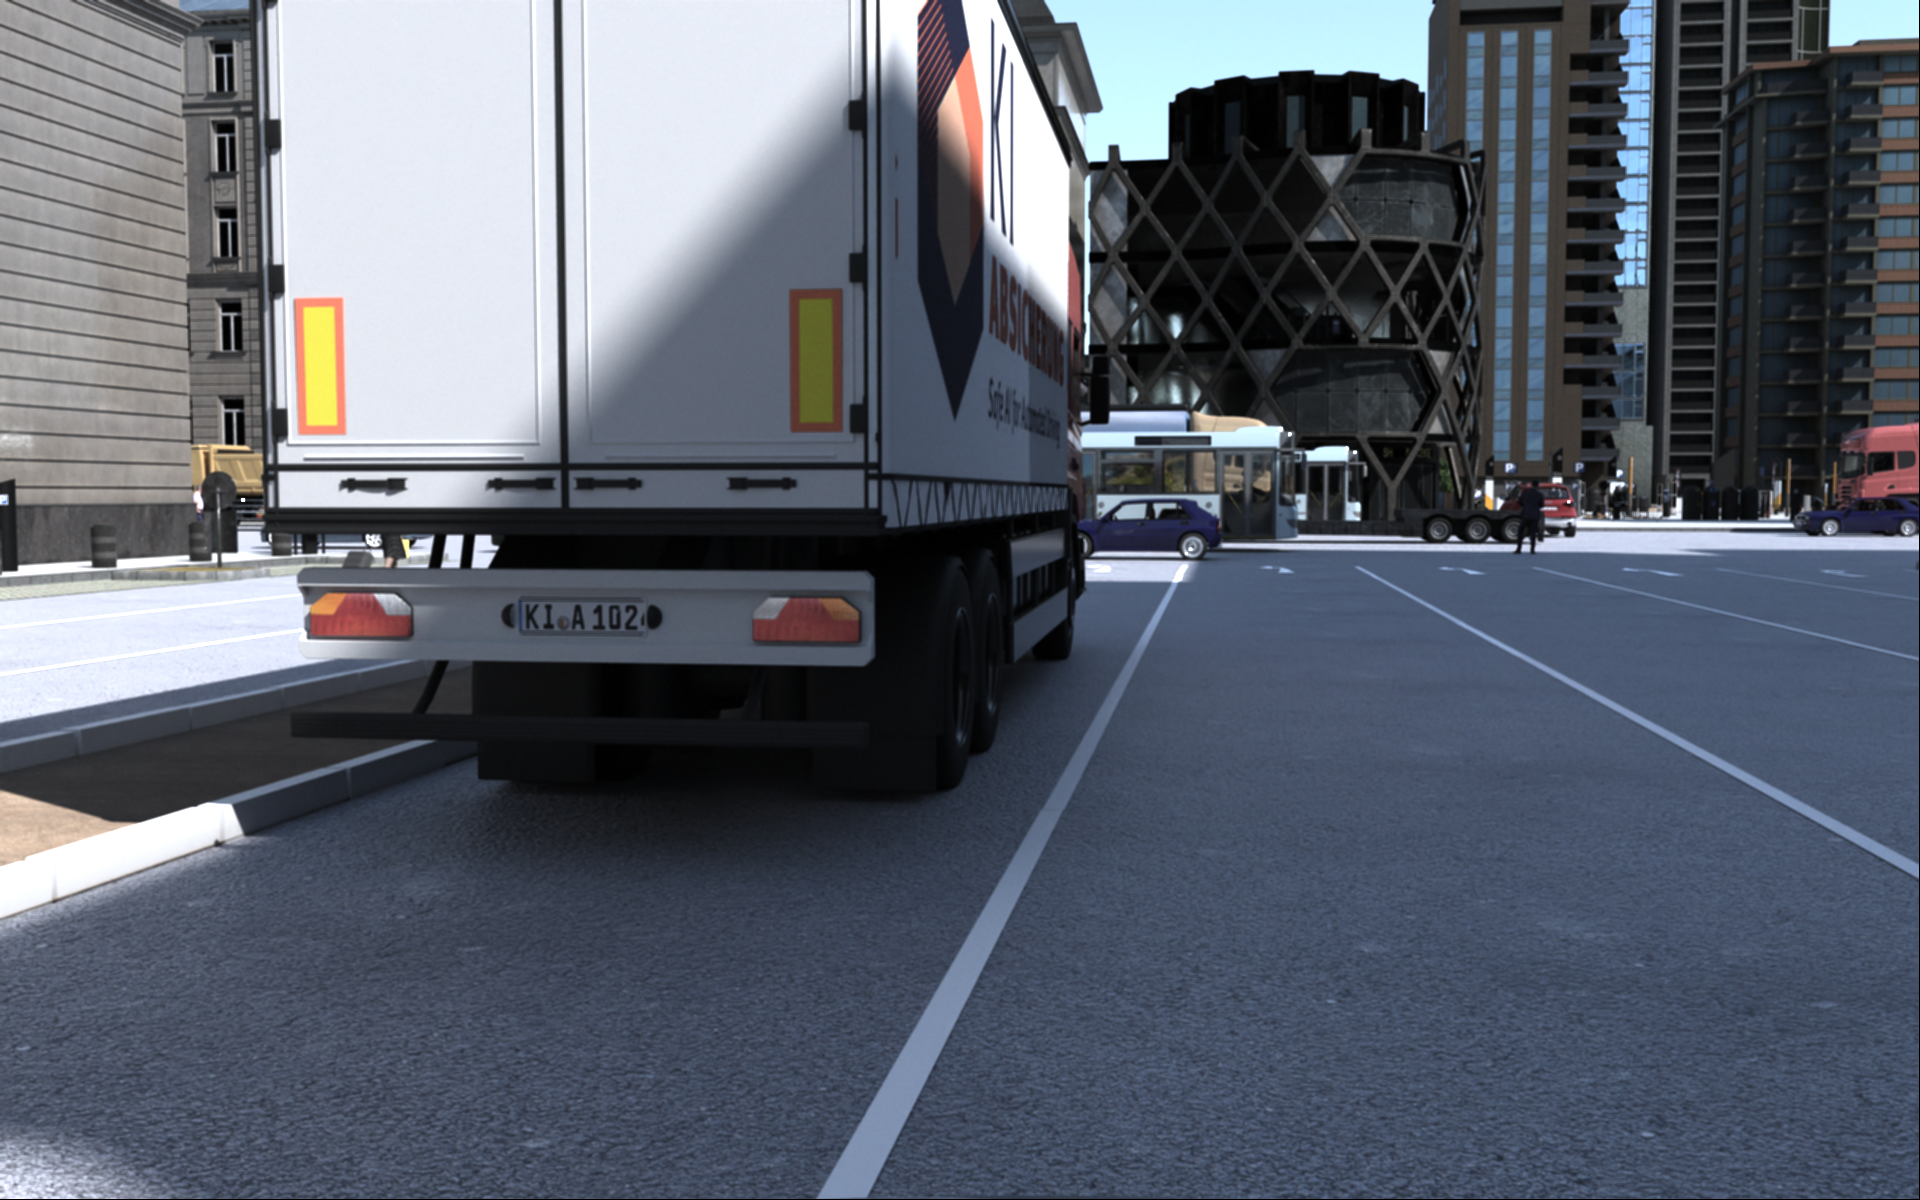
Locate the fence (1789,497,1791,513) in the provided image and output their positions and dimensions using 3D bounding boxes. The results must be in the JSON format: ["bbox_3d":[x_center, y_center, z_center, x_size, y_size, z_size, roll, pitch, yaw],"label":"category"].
[{"bbox_3d":[55.766,-6.423,116.214,0.480,1.192,2.264,1,4,17],"label":"fence"}]

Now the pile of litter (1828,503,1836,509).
[{"bbox_3d":[61.260,-6.471,119.769,1.719,0.858,1.176,3,4,37],"label":"pile of litter"}]

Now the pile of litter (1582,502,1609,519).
[{"bbox_3d":[33.150,-4.661,90.180,1.176,0.858,1.719,0,4,-6],"label":"pile of litter"}]

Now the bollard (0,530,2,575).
[{"bbox_3d":[-15.329,-0.769,27.286,0.404,0.777,0.398,0,3,0],"label":"bollard"}]

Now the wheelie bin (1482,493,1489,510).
[{"bbox_3d":[35.725,-6.683,117.180,0.693,1.594,0.980,0,4,7],"label":"wheelie bin"}]

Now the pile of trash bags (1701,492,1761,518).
[{"bbox_3d":[41.874,-5.169,94.266,3.447,1.369,1.912,2,4,33],"label":"pile of trash bags"}]

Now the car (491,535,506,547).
[{"bbox_3d":[-9.436,-2.019,42.801,4.222,1.686,2.009,0,4,7],"label":"car"}]

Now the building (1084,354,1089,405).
[{"bbox_3d":[13.808,-24.492,245.488,28.899,21.520,27.650,1,4,9],"label":"building"}]

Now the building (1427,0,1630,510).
[{"bbox_3d":[47.301,-30.375,146.749,14.600,45.320,14.200,1,4,9],"label":"building"}]

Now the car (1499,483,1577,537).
[{"bbox_3d":[19.755,-3.099,59.335,2.281,1.827,5.304,1,4,10],"label":"car"}]

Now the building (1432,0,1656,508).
[{"bbox_3d":[54.418,-52.289,167.598,22.319,86.520,31.000,1,4,9],"label":"building"}]

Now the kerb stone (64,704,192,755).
[{"bbox_3d":[-4.771,0.750,9.937,0.120,0.150,1.000,1,4,9],"label":"kerb stone"}]

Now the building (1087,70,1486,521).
[{"bbox_3d":[14.657,-12.880,78.034,16.811,18.784,16.820,1,4,9],"label":"building"}]

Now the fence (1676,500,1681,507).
[{"bbox_3d":[47.466,-6.255,113.480,2.264,1.192,0.480,1,4,15],"label":"fence"}]

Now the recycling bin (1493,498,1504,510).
[{"bbox_3d":[39.100,-6.918,125.663,0.722,1.027,0.722,-1,4,-12],"label":"recycling bin"}]

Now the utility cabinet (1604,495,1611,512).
[{"bbox_3d":[45.482,-6.735,121.285,0.306,1.237,1.020,-1,4,-16],"label":"utility cabinet"}]

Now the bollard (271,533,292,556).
[{"bbox_3d":[-14.038,-1.291,35.822,0.404,0.777,0.398,0,3,0],"label":"bollard"}]

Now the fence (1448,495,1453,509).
[{"bbox_3d":[35.517,-6.928,124.470,0.480,1.192,2.264,0,4,-7],"label":"fence"}]

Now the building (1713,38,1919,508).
[{"bbox_3d":[90.513,-31.493,169.532,28.867,44.769,22.147,1,4,9],"label":"building"}]

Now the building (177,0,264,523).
[{"bbox_3d":[-36.984,-17.517,83.661,25.104,27.353,12.463,1,4,9],"label":"building"}]

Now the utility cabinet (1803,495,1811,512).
[{"bbox_3d":[53.383,-5.992,109.131,0.306,1.237,1.020,1,4,19],"label":"utility cabinet"}]

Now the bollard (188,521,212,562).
[{"bbox_3d":[-14.462,-1.117,32.972,0.404,0.777,0.398,0,3,0],"label":"bollard"}]

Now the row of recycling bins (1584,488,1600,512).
[{"bbox_3d":[45.655,-7.215,125.079,1.069,1.692,3.534,1,4,14],"label":"row of recycling bins"}]

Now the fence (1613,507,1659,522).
[{"bbox_3d":[31.427,-3.990,80.612,2.069,0.683,0.278,3,4,36],"label":"fence"}]

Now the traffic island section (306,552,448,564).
[{"bbox_3d":[-12.161,-0.877,36.622,2.009,0.180,2.903,1,4,9],"label":"traffic island section"}]

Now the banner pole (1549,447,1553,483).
[{"bbox_3d":[31.659,-6.295,92.942,0.401,3.779,0.863,1,4,10],"label":"banner pole"}]

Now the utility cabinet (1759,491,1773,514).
[{"bbox_3d":[50.333,-6.094,108.308,0.318,1.500,1.173,-1,4,-10],"label":"utility cabinet"}]

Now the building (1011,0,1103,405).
[{"bbox_3d":[-8.844,-15.222,82.158,30.059,22.955,16.112,1,4,9],"label":"building"}]

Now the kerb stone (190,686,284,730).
[{"bbox_3d":[-4.618,0.692,10.960,0.120,0.150,1.000,1,4,9],"label":"kerb stone"}]

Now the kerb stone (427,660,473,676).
[{"bbox_3d":[-4.149,0.504,14.024,0.120,0.150,1.000,1,4,9],"label":"kerb stone"}]

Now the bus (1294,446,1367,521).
[{"bbox_3d":[8.584,-4.160,62.873,13.247,3.499,2.948,0,4,8],"label":"bus"}]

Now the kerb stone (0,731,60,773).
[{"bbox_3d":[-4.937,0.820,8.918,0.120,0.150,1.000,1,4,9],"label":"kerb stone"}]

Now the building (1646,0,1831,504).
[{"bbox_3d":[101.356,-48.196,226.257,20.611,71.187,20.563,1,4,9],"label":"building"}]

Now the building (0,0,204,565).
[{"bbox_3d":[-28.901,-14.355,31.963,25.104,27.353,12.463,1,4,9],"label":"building"}]

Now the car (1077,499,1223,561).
[{"bbox_3d":[3.848,-1.569,38.240,3.894,1.354,1.945,1,4,9],"label":"car"}]

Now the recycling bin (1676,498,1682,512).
[{"bbox_3d":[50.024,-6.636,121.060,0.722,1.027,0.722,-2,4,-25],"label":"recycling bin"}]

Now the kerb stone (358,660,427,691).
[{"bbox_3d":[-4.310,0.566,13.008,0.120,0.150,1.000,1,4,9],"label":"kerb stone"}]

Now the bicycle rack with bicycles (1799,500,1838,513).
[{"bbox_3d":[55.059,-6.028,111.946,2.852,0.926,2.925,2,4,24],"label":"bicycle rack with bicycles"}]

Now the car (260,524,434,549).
[{"bbox_3d":[-16.245,-2.072,45.874,4.499,1.417,2.014,1,4,10],"label":"car"}]

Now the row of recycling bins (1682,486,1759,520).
[{"bbox_3d":[37.527,-4.796,85.524,3.534,1.692,1.069,0,4,7],"label":"row of recycling bins"}]

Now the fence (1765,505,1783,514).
[{"bbox_3d":[45.275,-4.946,96.249,0.278,0.683,2.069,-1,4,-10],"label":"fence"}]

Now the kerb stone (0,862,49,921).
[{"bbox_3d":[-3.312,1.023,5.576,0.120,0.150,1.000,1,4,9],"label":"kerb stone"}]

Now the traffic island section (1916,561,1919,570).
[{"bbox_3d":[19.023,-0.588,31.896,2.009,0.180,2.903,1,4,9],"label":"traffic island section"}]

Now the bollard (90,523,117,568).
[{"bbox_3d":[-14.897,-0.943,30.133,0.404,0.777,0.398,0,3,0],"label":"bollard"}]

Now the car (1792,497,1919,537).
[{"bbox_3d":[30.665,-2.846,59.120,3.894,1.354,1.945,0,4,7],"label":"car"}]

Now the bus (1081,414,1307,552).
[{"bbox_3d":[2.761,-3.027,44.353,13.247,3.499,2.948,0,4,8],"label":"bus"}]

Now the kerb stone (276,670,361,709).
[{"bbox_3d":[-4.463,0.625,11.978,0.120,0.150,1.000,1,4,9],"label":"kerb stone"}]
